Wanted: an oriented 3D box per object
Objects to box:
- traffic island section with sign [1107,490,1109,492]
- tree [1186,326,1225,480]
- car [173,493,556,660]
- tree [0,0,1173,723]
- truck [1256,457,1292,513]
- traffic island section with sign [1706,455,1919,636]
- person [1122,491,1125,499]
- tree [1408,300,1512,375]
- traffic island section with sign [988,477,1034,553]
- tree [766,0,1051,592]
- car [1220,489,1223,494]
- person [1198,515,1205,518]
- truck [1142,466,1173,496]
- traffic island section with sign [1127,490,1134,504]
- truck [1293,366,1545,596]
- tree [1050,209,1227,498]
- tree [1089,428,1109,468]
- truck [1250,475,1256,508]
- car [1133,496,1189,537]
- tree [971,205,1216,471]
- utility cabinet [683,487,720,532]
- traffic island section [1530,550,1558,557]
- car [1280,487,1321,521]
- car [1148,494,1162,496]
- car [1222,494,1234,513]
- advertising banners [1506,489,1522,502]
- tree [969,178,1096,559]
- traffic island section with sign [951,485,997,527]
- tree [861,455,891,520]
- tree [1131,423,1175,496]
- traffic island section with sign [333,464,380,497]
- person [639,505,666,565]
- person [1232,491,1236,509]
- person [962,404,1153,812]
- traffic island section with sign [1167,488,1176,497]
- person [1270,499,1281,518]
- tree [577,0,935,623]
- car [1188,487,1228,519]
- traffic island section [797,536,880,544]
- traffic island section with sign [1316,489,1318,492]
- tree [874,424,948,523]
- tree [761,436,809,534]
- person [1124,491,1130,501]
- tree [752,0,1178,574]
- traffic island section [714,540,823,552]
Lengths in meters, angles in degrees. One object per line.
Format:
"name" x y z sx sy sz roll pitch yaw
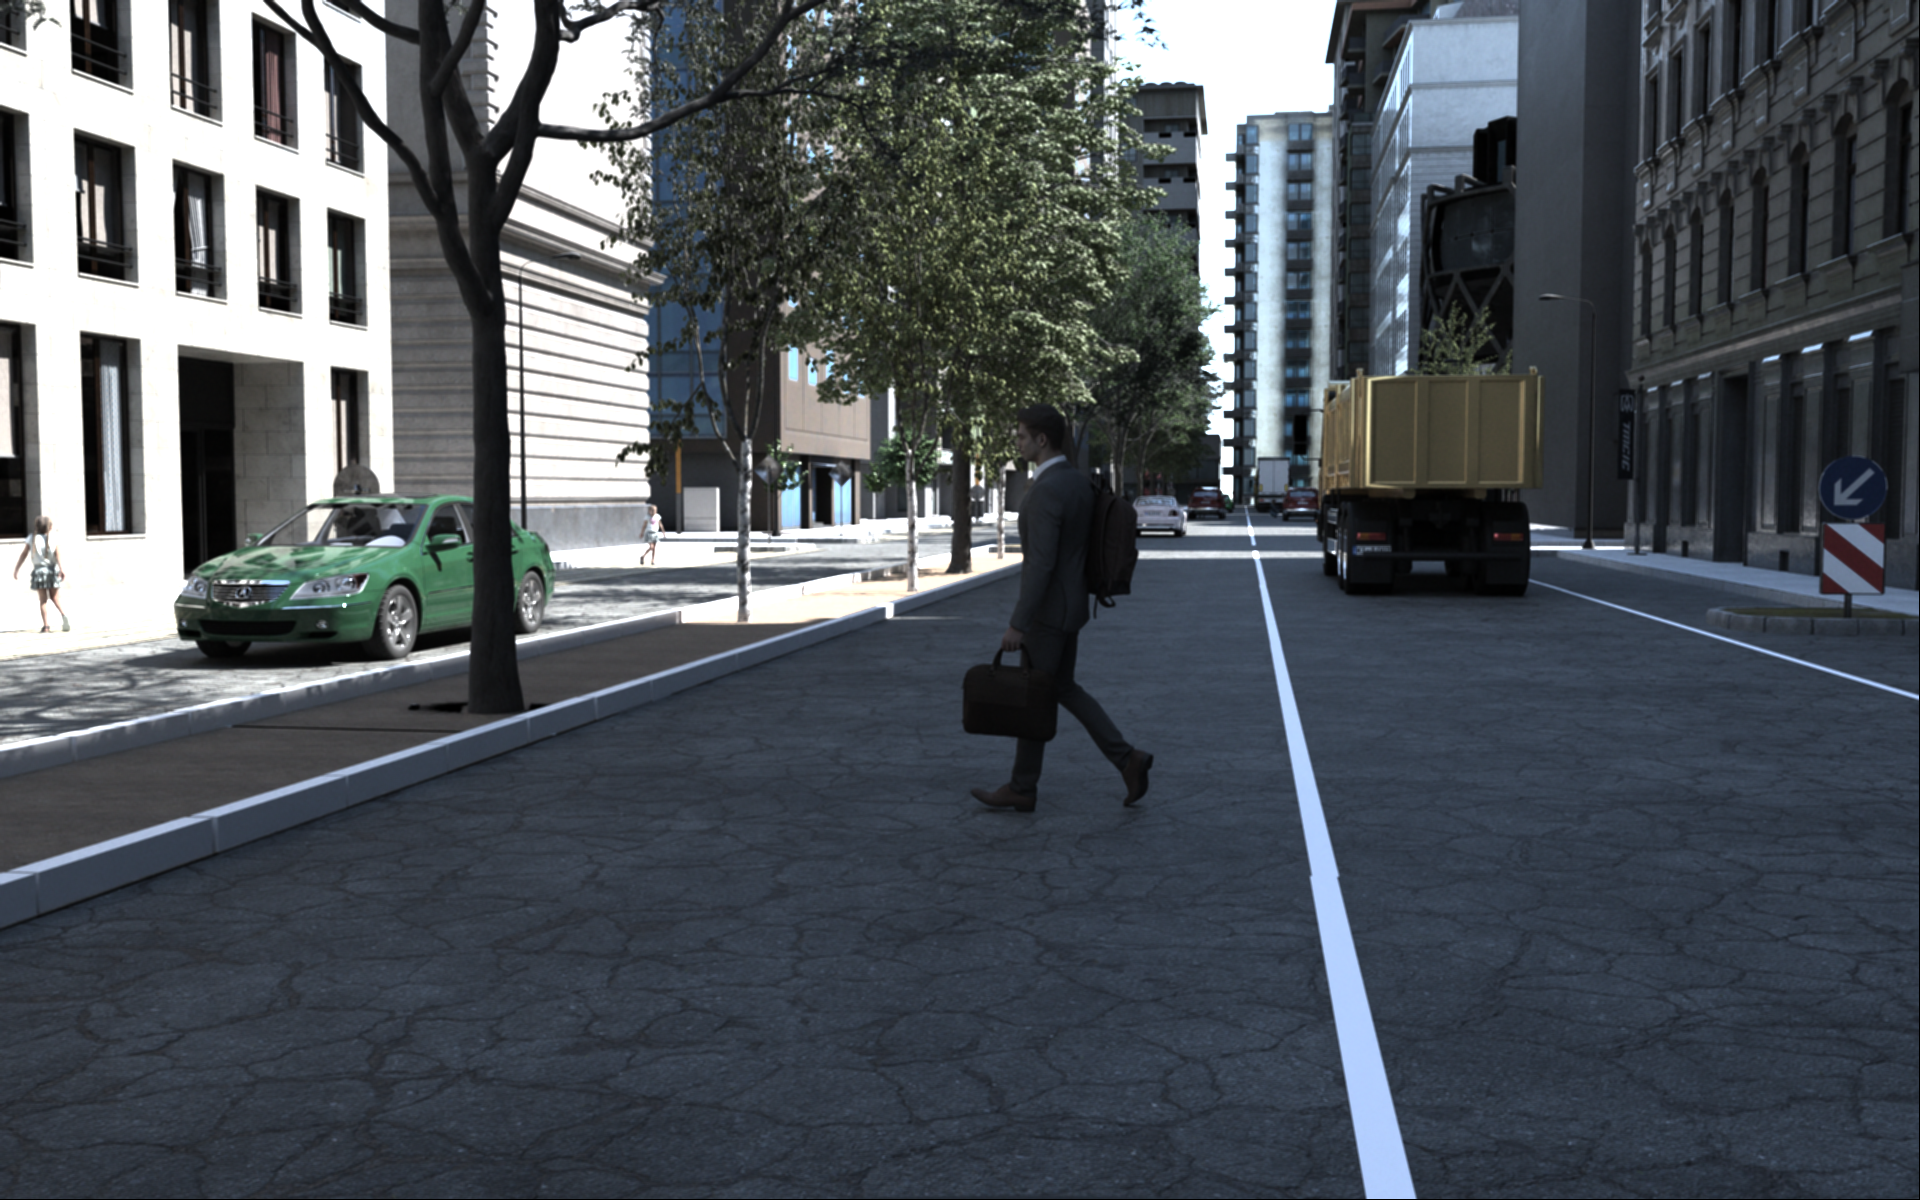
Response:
"traffic island section with sign" 13.272 -8.800 152.511 1.989 1.847 2.006 1 4 9
"tree" 10.373 -10.594 93.804 7.486 12.596 7.792 0 3 0
"car" -5.496 -0.292 16.577 2.131 1.459 4.920 1 4 10
"tree" -3.041 -5.993 10.809 12.009 13.543 11.850 0 3 0
"truck" 24.803 -9.049 136.863 2.839 4.237 11.283 1 4 10
"traffic island section with sign" 9.185 -0.608 18.572 1.989 1.847 2.006 1 4 9
"person" 14.789 -9.004 156.452 0.721 1.736 1.217 0 4 -5
"tree" 19.360 -7.126 66.879 4.737 8.622 4.395 0 3 0
"traffic island section with sign" 1.817 -2.127 42.906 2.006 1.907 1.989 1 4 9
"tree" -0.688 -4.396 24.686 4.737 8.622 4.395 0 3 0
"car" 20.267 -7.954 138.721 2.281 1.827 5.304 1 4 8
"person" 14.710 -5.902 105.205 0.606 1.804 0.583 -2 4 -29
"truck" 20.077 -11.413 175.516 2.839 4.237 11.283 1 4 9
"traffic island section with sign" 17.795 -10.495 180.214 1.989 1.847 2.006 1 4 9
"truck" 7.299 -1.971 28.156 3.469 3.379 9.791 1 4 9
"tree" 5.817 -8.212 62.478 9.928 11.665 9.643 0 3 0
"tree" 13.729 -13.973 178.819 4.737 8.622 4.395 0 3 0
"truck" 31.134 -10.985 175.530 3.469 3.379 9.791 1 4 9
"car" 6.727 -2.858 59.093 2.083 1.381 4.827 1 4 10
"tree" 3.760 -7.157 53.881 8.767 10.594 7.601 1 4 9
"utility cabinet" -8.625 -3.009 57.875 1.173 1.500 0.318 1 4 11
"traffic island section" 12.816 -1.137 40.873 2.009 0.180 2.903 1 4 9
"car" 18.410 -5.173 93.257 2.281 1.827 5.304 1 4 10
"car" 17.566 -8.933 155.837 2.009 1.686 4.222 1 4 8
"car" 19.906 -7.546 132.181 1.959 1.807 4.718 1 4 11
"advertising banners" 15.515 -3.185 48.269 0.090 3.025 2.074 0 4 4
"tree" 0.912 -5.196 37.776 4.360 8.622 3.978 0 3 0
"traffic island section with sign" 0.741 -4.112 75.863 1.989 1.847 2.006 1 4 9
"tree" -4.211 -5.603 86.202 1.663 3.219 1.824 0 3 0
"tree" 11.573 -9.066 101.055 4.360 8.622 3.978 0 3 0
"traffic island section with sign" -8.020 -0.833 22.245 1.989 1.847 2.006 1 4 9
"person" -6.171 -1.302 34.799 0.505 1.210 0.382 -3 4 -39
"person" 26.370 -9.601 166.196 0.721 1.743 1.217 1 4 15
"person" 0.449 0.042 7.770 0.822 1.834 0.622 1 4 10
"traffic island section with sign" 15.128 -7.109 124.375 2.006 1.907 1.989 1 4 9
"person" 19.238 -5.590 105.390 0.738 1.151 1.012 3 4 38
"tree" -2.374 -4.062 19.228 4.360 8.622 3.978 0 3 0
"car" 14.248 -5.573 99.793 2.281 1.827 5.304 1 4 10
"traffic island section" -3.553 -1.795 51.633 2.009 0.180 2.903 1 4 9
"traffic island section with sign" 30.522 -8.597 149.181 1.989 1.847 2.006 1 4 9
"tree" -2.230 -5.773 78.109 4.285 4.588 4.351 0 3 0
"tree" -5.920 -3.719 55.412 1.663 3.219 1.824 0 3 0
"person" 16.855 -10.129 174.833 0.721 1.735 1.217 -1 4 -18
"tree" -0.021 -6.769 31.250 7.486 12.596 7.792 0 3 0
"traffic island section" -4.841 -1.313 43.752 2.009 0.180 2.903 1 4 9
